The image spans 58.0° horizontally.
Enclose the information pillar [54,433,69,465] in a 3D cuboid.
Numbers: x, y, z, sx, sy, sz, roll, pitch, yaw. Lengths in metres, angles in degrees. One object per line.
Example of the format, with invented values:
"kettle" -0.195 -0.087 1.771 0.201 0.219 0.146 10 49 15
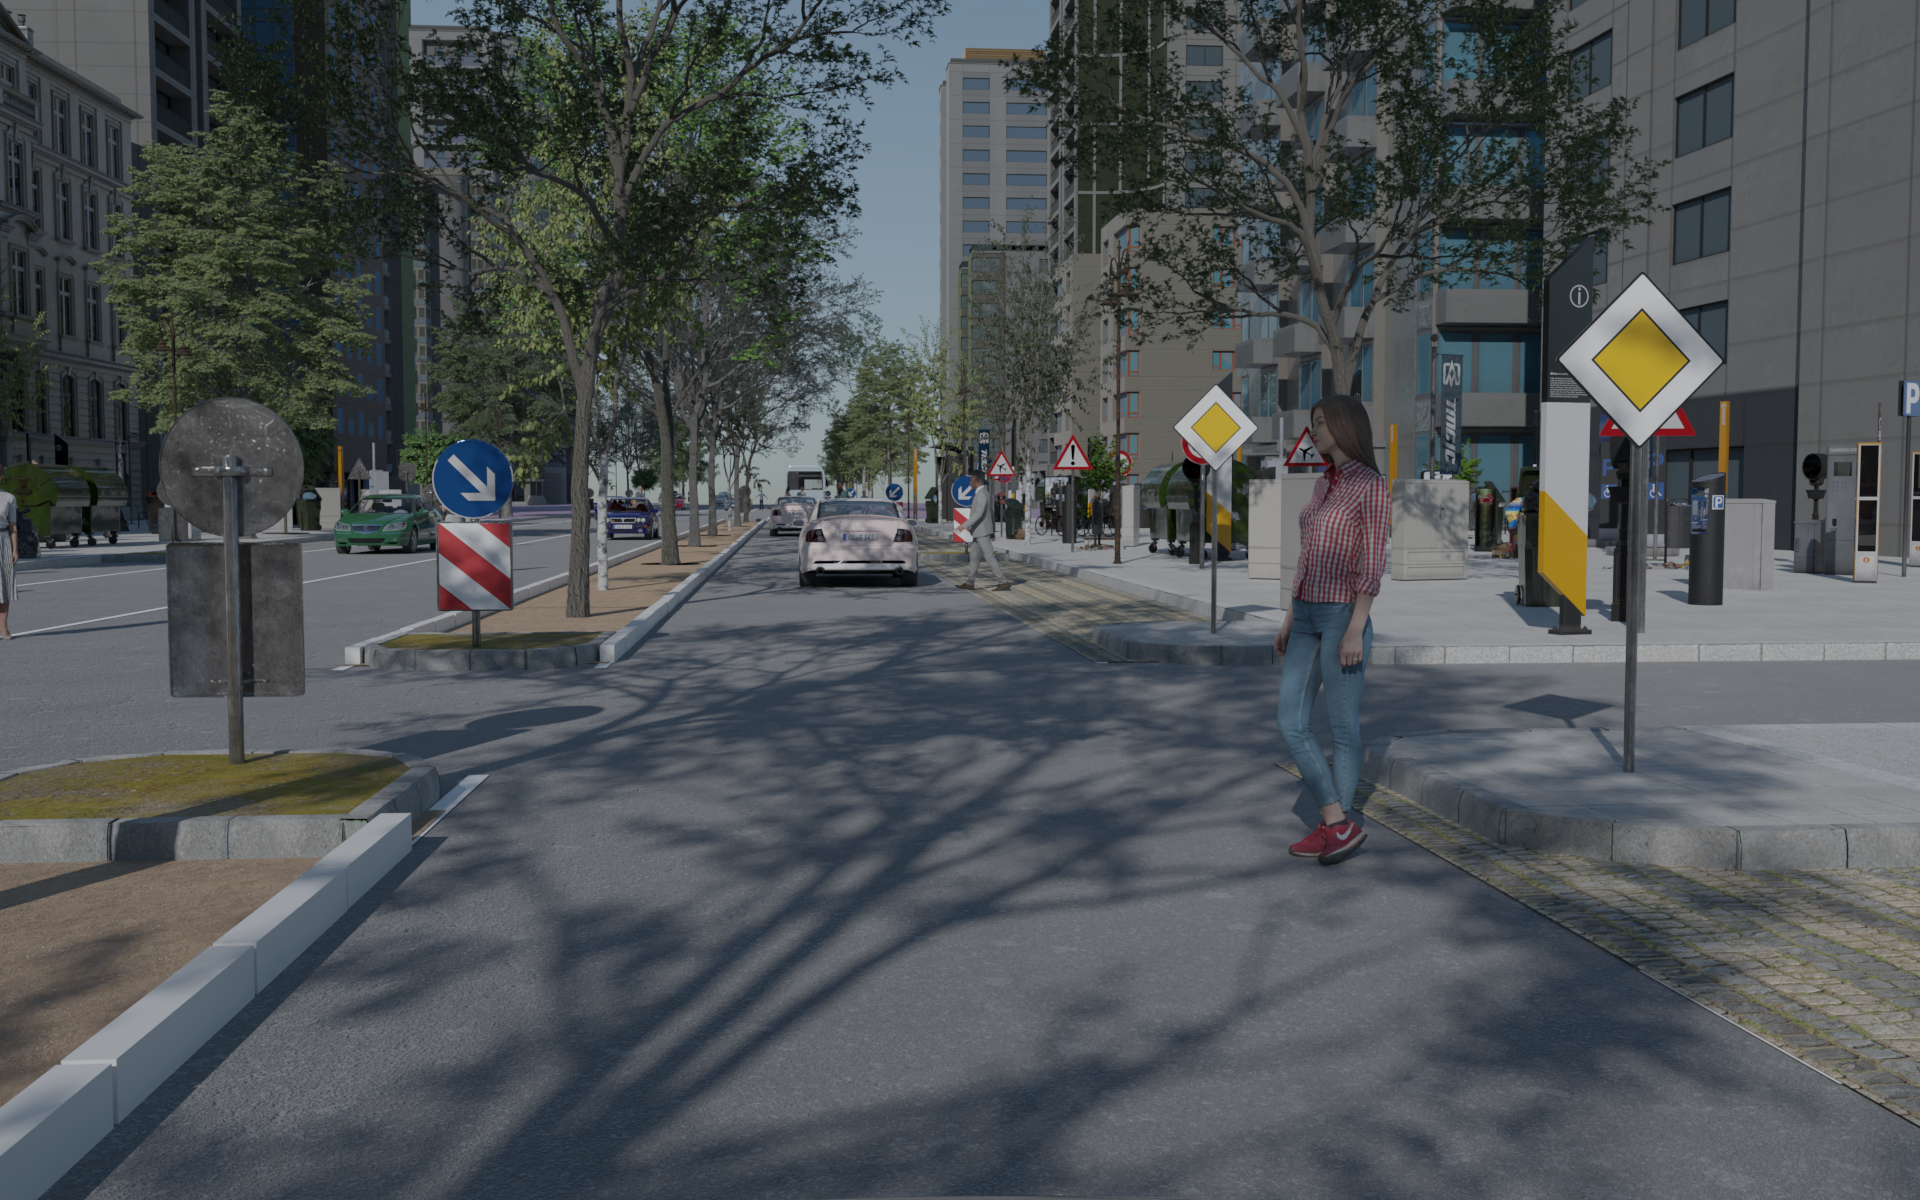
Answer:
"information pillar" -34.498 -4.599 66.547 0.504 3.616 0.183 -1 4 -18

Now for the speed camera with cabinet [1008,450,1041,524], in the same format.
"speed camera with cabinet" 2.805 -4.925 74.858 0.660 3.252 2.038 2 4 29

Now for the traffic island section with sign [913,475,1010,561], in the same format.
"traffic island section with sign" -0.027 -1.773 37.617 1.989 1.847 2.006 0 4 -5

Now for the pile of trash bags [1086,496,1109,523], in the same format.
"pile of trash bags" 6.844 -4.096 76.722 3.447 1.369 1.912 -1 4 -21

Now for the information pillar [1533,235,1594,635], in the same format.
"information pillar" 5.508 -1.491 15.726 0.504 3.616 0.183 -1 4 -18

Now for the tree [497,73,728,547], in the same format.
"tree" -7.230 -8.182 46.602 12.009 13.543 11.850 0 3 0

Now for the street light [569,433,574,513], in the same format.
"street light" -26.948 -9.025 120.346 0.468 5.910 1.993 0 4 -5

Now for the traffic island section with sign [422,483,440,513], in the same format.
"traffic island section with sign" -19.567 -3.386 63.982 1.989 1.847 2.006 0 4 -5

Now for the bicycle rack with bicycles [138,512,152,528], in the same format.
"bicycle rack with bicycles" -29.287 -3.163 65.103 2.852 0.926 2.925 2 4 28

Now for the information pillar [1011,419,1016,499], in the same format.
"information pillar" 1.640 -3.751 52.680 0.183 3.616 0.504 1 4 11

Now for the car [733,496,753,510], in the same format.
"car" -20.299 -9.271 161.803 2.015 1.641 3.980 0 4 -4

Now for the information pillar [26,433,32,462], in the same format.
"information pillar" -35.675 -4.591 66.419 0.183 3.616 0.504 -1 4 -19

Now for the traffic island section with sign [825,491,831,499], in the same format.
"traffic island section with sign" -9.898 -8.152 141.920 1.989 1.847 2.006 0 4 -5

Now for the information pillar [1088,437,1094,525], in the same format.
"information pillar" 5.413 -4.912 71.669 0.183 3.616 0.504 2 4 31

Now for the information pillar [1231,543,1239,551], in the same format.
"information pillar" 6.164 -2.131 39.328 0.304 2.012 0.304 2 4 25

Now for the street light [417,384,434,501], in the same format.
"street light" -22.483 -6.129 72.992 0.468 5.910 1.993 0 4 -5

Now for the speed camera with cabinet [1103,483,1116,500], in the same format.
"speed camera with cabinet" 8.643 -5.975 92.028 2.038 3.252 0.660 0 4 1

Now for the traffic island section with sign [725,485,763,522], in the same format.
"traffic island section with sign" -11.180 -4.996 89.818 2.006 1.907 1.989 0 4 -5

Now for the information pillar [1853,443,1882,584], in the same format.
"information pillar" 13.063 -1.251 24.942 0.304 2.012 0.304 2 4 24

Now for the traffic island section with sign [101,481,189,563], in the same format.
"traffic island section with sign" -17.039 -1.744 37.145 1.989 1.847 2.006 0 4 -5

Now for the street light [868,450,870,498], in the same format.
"street light" -7.225 -10.063 137.315 0.468 5.910 1.993 0 4 -5

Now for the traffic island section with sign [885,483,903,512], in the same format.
"traffic island section with sign" -2.601 -3.438 64.840 1.989 1.847 2.006 0 4 -5

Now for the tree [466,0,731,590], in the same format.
"tree" -5.347 -4.452 25.615 4.737 8.622 4.395 0 3 0

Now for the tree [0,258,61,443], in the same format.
"tree" -29.903 -6.262 52.752 4.737 8.622 4.395 0 3 0

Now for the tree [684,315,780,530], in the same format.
"tree" -8.957 -6.999 67.257 4.360 8.622 3.978 0 3 0

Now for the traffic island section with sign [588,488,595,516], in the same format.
"traffic island section with sign" -24.236 -6.398 113.238 1.989 1.847 2.006 0 4 -5

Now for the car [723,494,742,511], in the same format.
"car" -19.566 -8.478 150.615 2.014 1.417 4.499 0 4 -6

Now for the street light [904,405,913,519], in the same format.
"street light" -2.691 -7.200 90.501 0.468 5.910 1.993 0 4 -5

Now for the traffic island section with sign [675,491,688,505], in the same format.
"traffic island section with sign" -31.891 -11.349 194.188 1.989 1.847 2.006 0 4 -5

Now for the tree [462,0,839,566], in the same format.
"tree" -5.949 -6.507 34.609 9.928 11.665 9.643 0 3 0

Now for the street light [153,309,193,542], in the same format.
"street light" -19.664 -4.320 43.414 0.468 5.910 1.993 0 4 -5

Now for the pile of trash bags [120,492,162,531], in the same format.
"pile of trash bags" -29.333 -3.066 59.877 3.447 1.369 1.912 -3 5 -41

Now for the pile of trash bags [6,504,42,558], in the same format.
"pile of trash bags" -20.245 -1.515 34.517 3.447 1.369 1.912 -2 4 -26

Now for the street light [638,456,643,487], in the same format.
"street light" -31.870 -12.261 173.262 0.468 5.910 1.993 0 4 -5

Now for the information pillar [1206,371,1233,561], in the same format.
"information pillar" 4.962 -2.550 33.042 0.504 3.616 0.183 -1 4 -12

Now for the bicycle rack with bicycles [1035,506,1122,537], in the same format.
"bicycle rack with bicycles" 4.009 -2.419 52.932 2.852 0.926 2.925 -2 4 -30

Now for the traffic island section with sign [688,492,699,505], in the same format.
"traffic island section with sign" -34.582 -13.082 222.518 1.989 1.847 2.006 0 4 -5

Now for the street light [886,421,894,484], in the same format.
"street light" -4.354 -8.270 107.997 0.468 5.910 1.993 0 4 -5

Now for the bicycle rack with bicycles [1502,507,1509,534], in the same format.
"bicycle rack with bicycles" 18.361 -2.515 54.497 2.852 0.926 2.925 -1 4 -9

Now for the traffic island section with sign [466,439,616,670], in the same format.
"traffic island section with sign" -4.089 -0.421 15.014 2.006 1.907 1.989 0 4 -5

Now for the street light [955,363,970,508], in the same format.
"street light" 0.130 -5.384 60.823 0.468 5.910 1.993 0 4 -5

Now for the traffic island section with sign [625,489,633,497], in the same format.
"traffic island section with sign" -26.836 -8.077 140.690 1.989 1.847 2.006 0 4 -5

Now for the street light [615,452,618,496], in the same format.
"street light" -29.731 -10.825 149.768 0.468 5.910 1.993 0 4 -5

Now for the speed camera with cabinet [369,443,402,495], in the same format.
"speed camera with cabinet" -22.075 -4.416 66.545 0.660 3.252 2.038 -3 4 -37

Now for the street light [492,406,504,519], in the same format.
"street light" -24.161 -7.217 90.791 0.468 5.910 1.993 0 4 -5

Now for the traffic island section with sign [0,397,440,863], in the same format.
"traffic island section with sign" -3.400 0.030 7.639 2.006 1.907 1.989 0 4 -5

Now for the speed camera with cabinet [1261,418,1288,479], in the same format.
"speed camera with cabinet" 8.079 -3.134 45.579 0.660 3.252 2.038 0 4 -5

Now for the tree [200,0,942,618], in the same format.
"tree" -4.408 -5.045 19.359 8.767 10.594 7.601 0 4 -5

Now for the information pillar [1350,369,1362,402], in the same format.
"information pillar" 7.350 -2.513 32.435 0.183 3.616 0.504 3 5 44

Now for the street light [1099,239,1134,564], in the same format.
"street light" 2.896 -3.601 31.670 0.468 5.910 1.993 0 4 -5

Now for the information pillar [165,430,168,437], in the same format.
"information pillar" -24.469 -3.801 53.498 0.183 3.616 0.504 -2 4 -28

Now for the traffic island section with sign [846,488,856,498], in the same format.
"traffic island section with sign" -7.355 -6.511 115.085 1.989 1.847 2.006 0 4 -5

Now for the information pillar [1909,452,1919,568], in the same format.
"information pillar" 16.830 -1.575 30.249 0.304 2.012 0.304 -2 4 -34

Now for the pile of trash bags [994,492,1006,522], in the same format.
"pile of trash bags" 2.079 -4.308 80.182 1.912 1.369 3.447 0 4 -7
